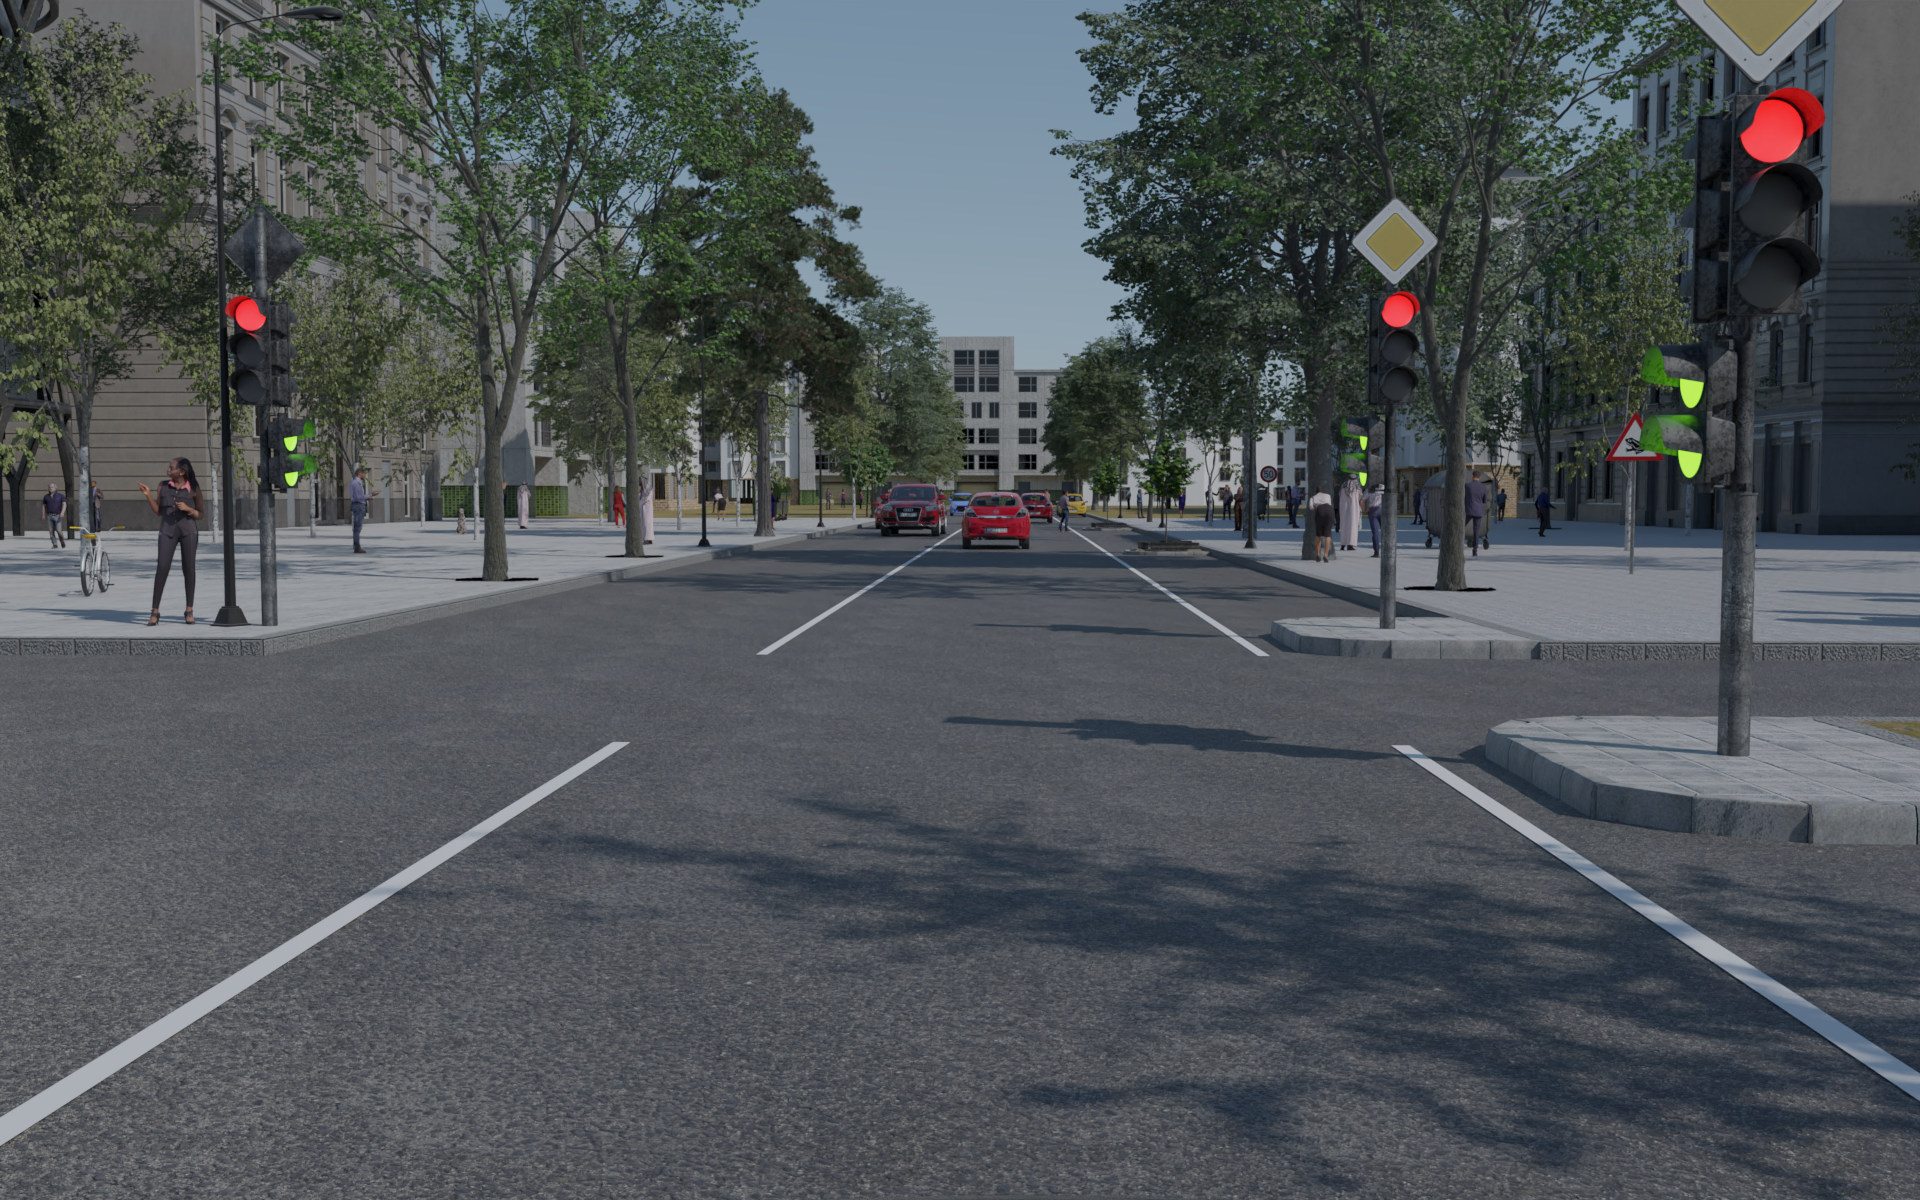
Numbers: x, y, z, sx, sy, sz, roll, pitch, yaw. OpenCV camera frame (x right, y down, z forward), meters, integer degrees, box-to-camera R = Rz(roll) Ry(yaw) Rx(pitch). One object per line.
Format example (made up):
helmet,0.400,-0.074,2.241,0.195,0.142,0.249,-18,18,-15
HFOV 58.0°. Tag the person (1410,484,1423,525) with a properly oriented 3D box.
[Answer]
person,19.106,-4.004,72.426,0.530,1.710,0.541,1,4,16

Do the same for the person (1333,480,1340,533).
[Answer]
person,12.454,-3.119,57.720,0.565,1.739,0.600,-3,4,-36

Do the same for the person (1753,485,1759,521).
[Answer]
person,22.357,-2.500,49.133,0.590,1.554,0.614,-1,4,-9

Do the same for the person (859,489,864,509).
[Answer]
person,-8.519,-8.773,150.164,0.721,1.739,1.217,-1,4,-16

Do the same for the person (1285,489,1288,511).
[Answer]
person,25.426,-7.806,134.112,0.568,1.767,0.683,0,4,-7

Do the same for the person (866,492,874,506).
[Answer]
person,-7.322,-8.450,144.921,1.217,1.735,0.721,0,4,7

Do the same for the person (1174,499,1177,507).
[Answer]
person,21.076,-9.799,169.640,0.530,1.710,0.541,2,4,23

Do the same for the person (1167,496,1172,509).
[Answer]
person,18.052,-8.736,148.887,0.705,1.823,1.348,2,4,28

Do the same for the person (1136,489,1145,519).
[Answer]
person,9.430,-5.033,90.542,0.499,1.552,0.429,-3,4,-36

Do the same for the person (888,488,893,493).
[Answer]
person,-5.079,-7.223,124.945,0.445,1.727,0.742,-3,4,-36

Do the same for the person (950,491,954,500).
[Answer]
person,-0.713,-9.455,164.013,0.541,1.710,0.530,2,4,30

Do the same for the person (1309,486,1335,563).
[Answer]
person,6.821,-1.428,32.576,0.628,1.438,0.799,-2,4,-27

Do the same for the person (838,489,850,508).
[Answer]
person,-10.740,-9.351,159.621,1.217,1.739,0.721,-2,4,-30

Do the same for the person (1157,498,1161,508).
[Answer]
person,17.822,-9.099,155.537,1.217,1.743,0.721,2,4,24

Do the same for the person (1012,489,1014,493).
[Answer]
person,3.877,-7.232,126.822,1.350,1.814,0.705,2,4,31

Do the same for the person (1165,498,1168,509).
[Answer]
person,19.603,-9.584,163.271,0.617,1.759,0.750,-2,4,-29

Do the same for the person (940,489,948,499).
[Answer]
person,-1.436,-7.541,131.778,1.348,1.826,0.705,1,4,16

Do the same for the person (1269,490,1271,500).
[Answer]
person,26.491,-8.675,148.393,0.721,1.766,1.217,1,4,18

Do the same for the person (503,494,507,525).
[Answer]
person,-15.644,-3.081,58.790,0.453,1.535,0.546,0,4,7

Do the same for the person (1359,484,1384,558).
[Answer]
person,8.393,-1.709,34.929,0.756,1.711,0.436,0,4,2

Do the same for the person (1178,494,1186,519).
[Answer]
person,11.570,-5.020,90.484,0.453,1.535,0.546,0,4,2

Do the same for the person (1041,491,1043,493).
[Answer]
person,6.653,-7.983,139.935,0.530,1.710,0.541,-1,4,-19

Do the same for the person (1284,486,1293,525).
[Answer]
person,13.849,-3.995,72.827,0.415,1.643,0.593,0,4,4

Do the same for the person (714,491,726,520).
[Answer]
person,-11.691,-4.588,84.253,0.799,1.438,0.628,1,4,20

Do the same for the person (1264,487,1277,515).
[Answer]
person,18.789,-6.064,105.910,1.217,1.735,0.721,2,4,34

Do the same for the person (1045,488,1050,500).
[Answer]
person,4.858,-5.506,99.049,0.617,1.759,0.750,-2,4,-35

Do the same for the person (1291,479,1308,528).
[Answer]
person,12.851,-3.649,65.571,0.599,1.838,0.709,0,4,5

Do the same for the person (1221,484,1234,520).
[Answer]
person,13.175,-4.826,85.475,0.617,1.759,0.750,1,4,11

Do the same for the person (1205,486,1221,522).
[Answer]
person,11.747,-4.504,80.491,0.742,1.727,0.445,1,4,9

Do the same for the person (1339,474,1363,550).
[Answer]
person,8.887,-2.000,39.406,0.551,1.740,0.621,1,4,11

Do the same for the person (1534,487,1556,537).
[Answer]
person,17.635,-2.652,52.094,0.600,1.496,0.574,0,4,4

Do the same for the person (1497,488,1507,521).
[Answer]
person,25.484,-4.482,81.542,0.499,1.552,0.429,3,4,38

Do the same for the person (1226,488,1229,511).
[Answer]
person,19.817,-7.455,128.596,0.621,1.740,0.551,-3,4,-36

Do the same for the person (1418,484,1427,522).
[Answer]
person,21.136,-4.416,78.909,0.621,1.740,0.551,0,4,4

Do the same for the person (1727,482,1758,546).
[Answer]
person,19.080,-2.165,42.251,0.742,1.727,0.445,-1,4,-22

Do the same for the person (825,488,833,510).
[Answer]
person,-10.528,-8.147,139.692,0.568,1.767,0.683,1,4,19

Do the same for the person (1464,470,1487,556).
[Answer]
person,10.533,-1.796,35.854,0.683,1.767,0.568,0,3,0

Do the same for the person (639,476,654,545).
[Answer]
person,-7.992,-2.274,43.893,0.551,1.740,0.621,3,4,36

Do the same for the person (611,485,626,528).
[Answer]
person,-12.777,-3.503,65.028,0.593,1.614,0.444,3,4,36

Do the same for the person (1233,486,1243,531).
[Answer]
person,9.774,-3.186,60.404,0.482,1.546,0.388,1,4,9

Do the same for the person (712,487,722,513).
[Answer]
person,-16.720,-6.883,119.031,0.683,1.767,0.568,0,4,-7

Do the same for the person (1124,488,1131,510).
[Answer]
person,13.936,-8.402,143.403,0.705,1.826,1.348,2,4,26
